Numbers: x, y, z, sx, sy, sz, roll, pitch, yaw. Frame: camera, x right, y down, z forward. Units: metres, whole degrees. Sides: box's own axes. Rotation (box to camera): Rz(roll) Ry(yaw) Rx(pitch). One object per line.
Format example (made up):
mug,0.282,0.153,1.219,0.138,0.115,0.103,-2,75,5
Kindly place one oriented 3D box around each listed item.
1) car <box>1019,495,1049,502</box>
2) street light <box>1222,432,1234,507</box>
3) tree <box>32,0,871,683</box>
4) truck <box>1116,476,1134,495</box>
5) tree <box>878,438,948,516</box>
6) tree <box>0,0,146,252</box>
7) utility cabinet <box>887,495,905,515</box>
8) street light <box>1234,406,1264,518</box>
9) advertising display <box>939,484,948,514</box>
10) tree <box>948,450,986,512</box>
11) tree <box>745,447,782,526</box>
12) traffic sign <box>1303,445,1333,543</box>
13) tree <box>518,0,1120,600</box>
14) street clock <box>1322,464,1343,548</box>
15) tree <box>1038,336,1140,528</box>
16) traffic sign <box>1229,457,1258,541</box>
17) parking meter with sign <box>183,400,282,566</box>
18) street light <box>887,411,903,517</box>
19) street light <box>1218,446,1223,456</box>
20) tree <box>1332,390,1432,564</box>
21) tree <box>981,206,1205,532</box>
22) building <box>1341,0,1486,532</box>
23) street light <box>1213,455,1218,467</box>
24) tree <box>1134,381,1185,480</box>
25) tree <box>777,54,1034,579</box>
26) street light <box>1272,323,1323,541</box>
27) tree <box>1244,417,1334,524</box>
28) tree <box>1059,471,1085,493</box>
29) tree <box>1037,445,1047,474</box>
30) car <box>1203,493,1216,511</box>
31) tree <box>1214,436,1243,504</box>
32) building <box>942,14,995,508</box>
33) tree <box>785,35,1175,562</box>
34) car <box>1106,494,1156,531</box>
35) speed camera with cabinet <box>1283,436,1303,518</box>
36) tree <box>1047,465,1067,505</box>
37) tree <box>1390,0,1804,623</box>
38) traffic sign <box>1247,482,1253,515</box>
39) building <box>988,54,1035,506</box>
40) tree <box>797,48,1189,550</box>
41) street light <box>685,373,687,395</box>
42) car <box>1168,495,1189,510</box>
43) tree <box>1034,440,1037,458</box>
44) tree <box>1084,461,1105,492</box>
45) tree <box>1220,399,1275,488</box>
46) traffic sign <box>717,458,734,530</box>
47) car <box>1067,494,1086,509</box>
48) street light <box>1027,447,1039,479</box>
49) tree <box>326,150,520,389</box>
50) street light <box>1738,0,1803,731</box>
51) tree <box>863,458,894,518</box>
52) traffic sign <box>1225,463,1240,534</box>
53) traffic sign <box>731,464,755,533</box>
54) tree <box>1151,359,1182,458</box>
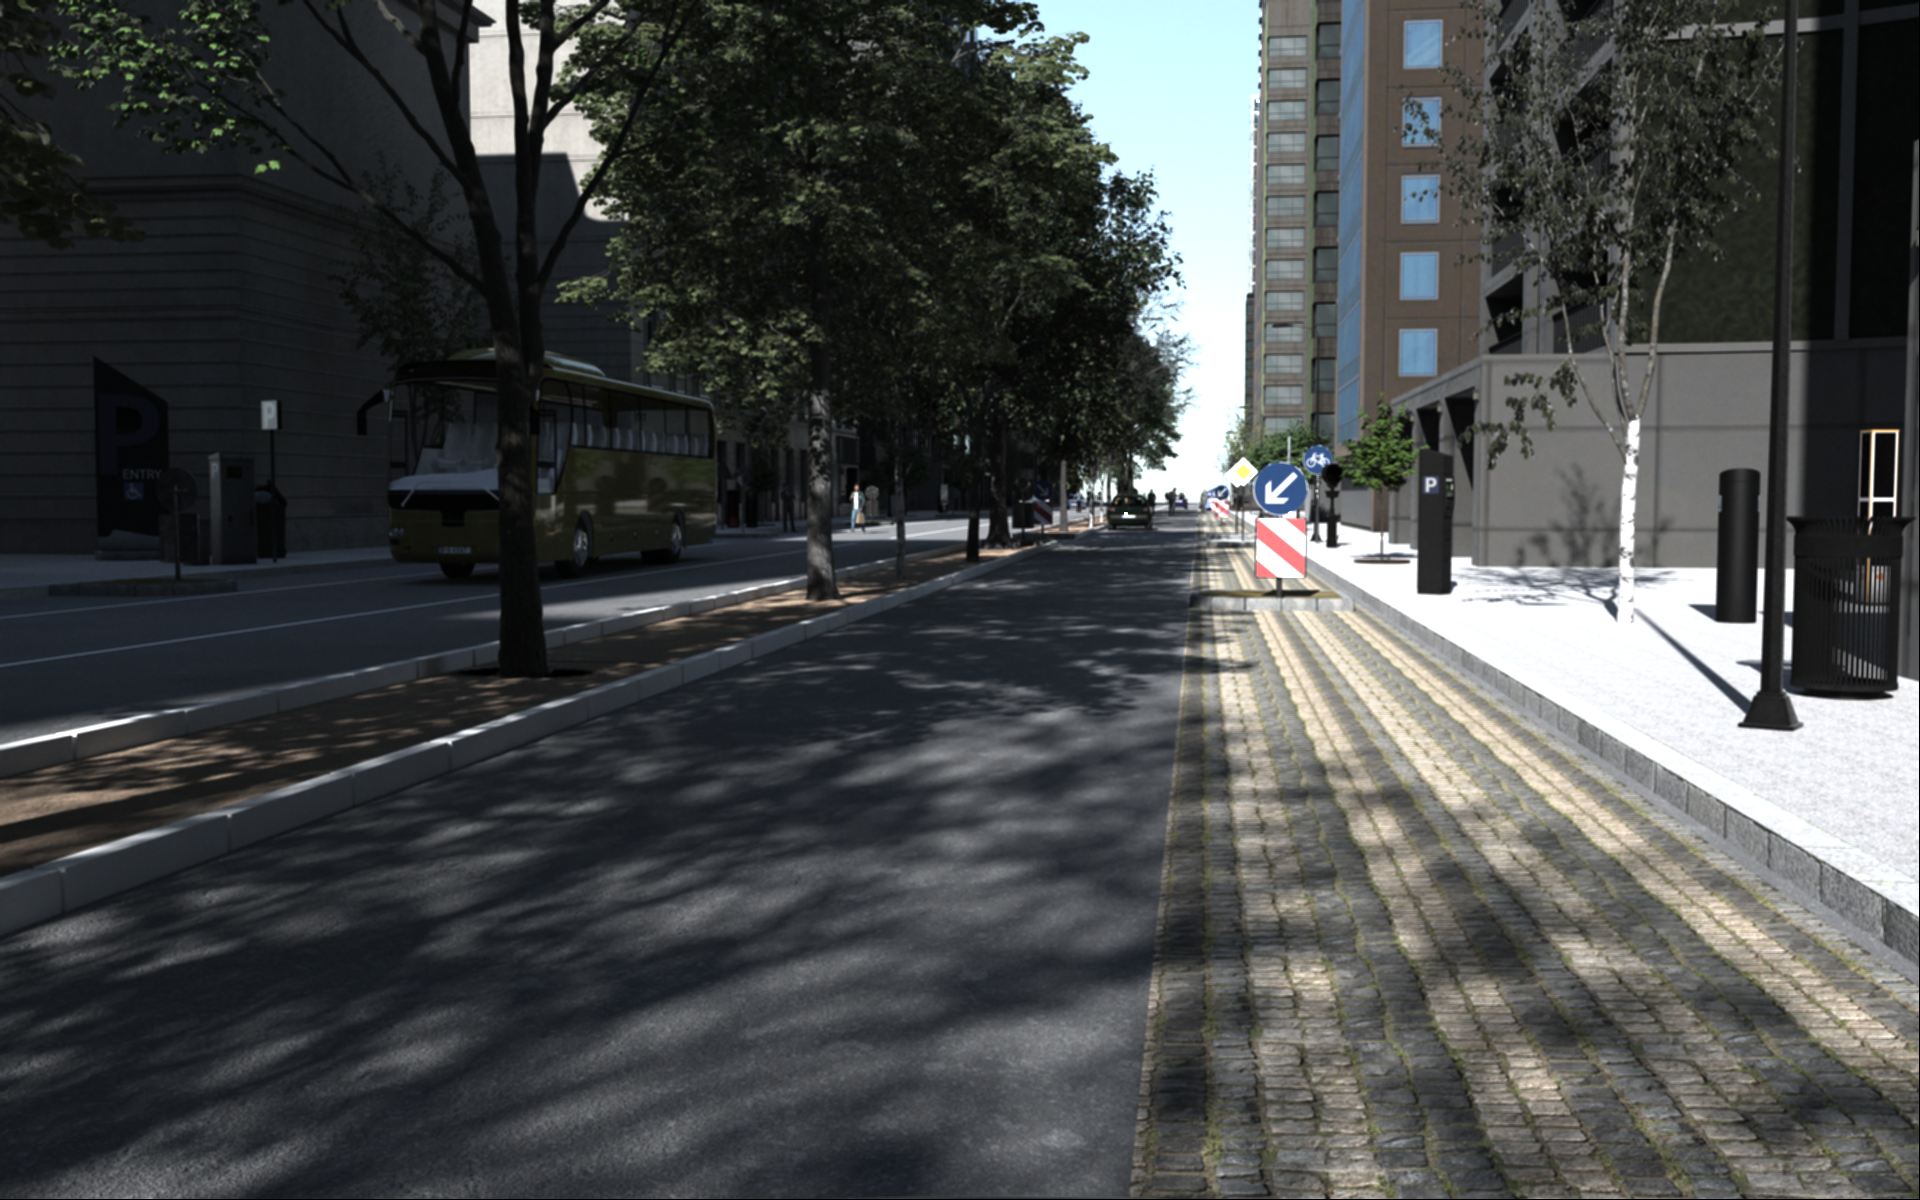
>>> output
car,5.173,-6.531,119.148,2.083,1.381,4.827,0,4,8
street light,20.529,-9.578,129.135,1.470,5.913,1.316,0,4,8
tree,-3.525,-5.211,13.412,9.928,11.665,9.643,0,3,0
truck,26.326,-17.564,276.089,2.839,4.237,11.283,0,4,6
tree,-3.213,-7.187,101.227,4.285,4.588,4.351,0,3,0
tree,-4.497,-5.141,4.644,7.486,12.596,7.792,0,3,0
utility cabinet,-3.908,-5.789,105.817,1.020,1.237,0.306,-2,4,-24
street light,15.382,-7.275,91.479,1.470,5.913,1.316,0,4,8
advertising display,-1.077,-6.650,113.934,0.123,1.923,0.974,2,4,31
tree,0.256,-8.761,126.957,4.285,4.588,4.351,0,3,0
tree,-8.120,-4.617,70.085,1.663,3.219,1.824,0,3,0
traffic sign,9.365,-2.767,45.346,0.768,2.556,0.104,1,4,15
tree,-1.819,-6.237,22.566,7.486,12.596,7.792,0,3,0
street clock,8.905,-2.255,41.441,0.471,2.002,0.358,-1,4,-13
tree,5.549,-7.367,73.277,4.737,8.622,4.395,0,3,0
traffic sign,7.739,-2.673,47.344,0.795,2.450,0.064,0,4,8
parking meter with sign,-13.311,-2.163,31.632,0.543,3.016,1.738,3,4,38
street light,-3.357,-7.542,95.846,1.470,5.913,1.316,0,4,8
street light,25.947,-11.917,167.390,1.470,5.913,1.316,0,4,8
tree,7.895,-2.313,32.426,1.663,3.219,1.824,0,3,0
tree,3.885,-9.296,64.820,12.009,13.543,11.850,0,3,0
building,21.408,-25.212,62.321,14.200,45.320,14.600,0,4,8
street light,31.060,-14.221,205.050,1.470,5.913,1.316,0,4,8
tree,12.543,-12.597,126.543,7.486,12.596,7.792,0,3,0
tree,-1.017,-4.642,28.714,4.360,8.622,3.978,0,3,0
street light,9.165,-4.560,47.098,1.470,5.913,1.316,0,4,8
tree,14.381,-5.508,73.777,4.285,4.588,4.351,0,3,0
tree,15.059,-15.240,232.892,4.285,4.588,4.351,0,3,0
tree,5.150,-12.849,160.449,4.360,8.622,3.978,0,3,0
car,22.039,-8.641,150.866,1.945,1.707,3.694,1,4,8
tree,33.860,-16.247,216.003,4.360,8.622,3.978,0,3,0
building,-8.288,-33.678,170.236,23.786,49.044,30.456,0,4,8
tree,0.190,-6.049,35.773,8.767,10.594,7.601,0,4,8
car,6.821,-3.644,69.368,2.009,1.686,4.222,0,4,7
speed camera with cabinet,11.241,-3.935,58.671,0.660,3.252,2.038,1,4,18
tree,10.979,-15.516,204.042,4.360,8.622,3.978,0,3,0
tree,6.635,-4.095,17.312,4.360,8.622,3.978,0,3,0
traffic sign,18.217,-6.626,108.444,0.768,2.556,0.104,1,4,17
building,-3.133,-34.989,195.766,21.300,48.544,21.600,0,4,8
tree,0.992,-7.639,44.370,9.611,12.733,9.660,0,3,0
street light,-8.595,-5.207,57.679,1.470,5.913,1.316,0,4,8
car,20.378,-9.118,161.658,1.945,1.354,3.894,0,4,8
tree,3.756,-12.242,150.513,4.360,8.622,3.978,0,3,0
tree,21.547,-20.112,279.200,4.360,8.622,3.978,0,3,0
tree,21.971,-11.166,132.925,4.737,8.622,4.395,0,3,0
traffic sign,-8.535,-3.808,62.266,0.884,2.594,0.081,1,4,16
car,10.937,-9.279,163.710,2.014,1.417,4.499,0,4,8
street light,7.202,-12.190,171.848,1.470,5.913,1.316,0,4,8
tree,-11.680,-5.357,37.949,4.737,8.622,4.395,0,3,0
street light,3.937,-2.258,9.454,1.470,5.913,1.316,0,4,8
tree,-4.316,-5.977,92.332,1.663,3.219,1.824,0,3,0
traffic sign,8.835,-3.157,55.254,0.795,2.450,0.064,0,4,8
traffic sign,-7.204,-3.293,57.489,0.795,2.450,0.064,0,4,8
tree,11.568,-11.598,117.832,9.928,11.665,9.643,0,3,0
